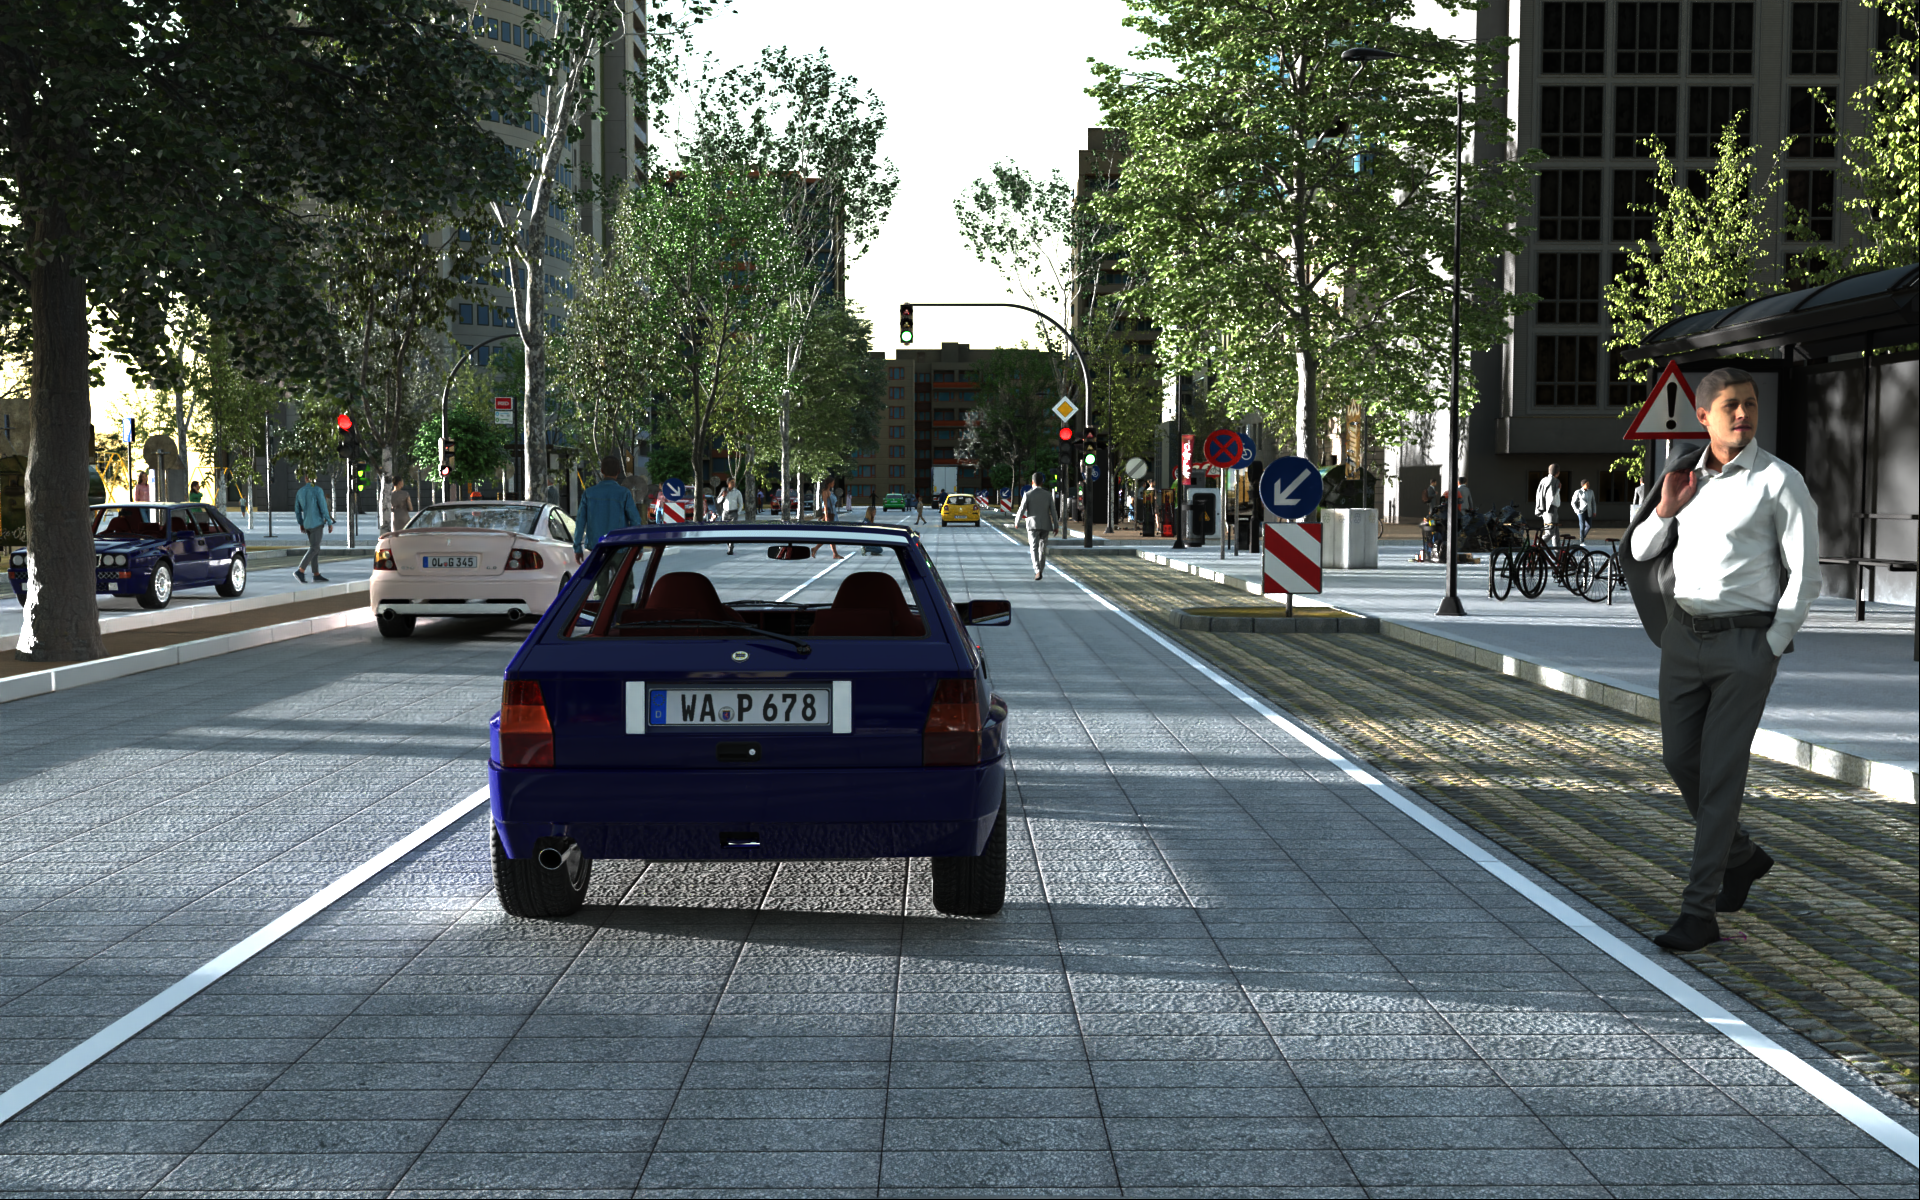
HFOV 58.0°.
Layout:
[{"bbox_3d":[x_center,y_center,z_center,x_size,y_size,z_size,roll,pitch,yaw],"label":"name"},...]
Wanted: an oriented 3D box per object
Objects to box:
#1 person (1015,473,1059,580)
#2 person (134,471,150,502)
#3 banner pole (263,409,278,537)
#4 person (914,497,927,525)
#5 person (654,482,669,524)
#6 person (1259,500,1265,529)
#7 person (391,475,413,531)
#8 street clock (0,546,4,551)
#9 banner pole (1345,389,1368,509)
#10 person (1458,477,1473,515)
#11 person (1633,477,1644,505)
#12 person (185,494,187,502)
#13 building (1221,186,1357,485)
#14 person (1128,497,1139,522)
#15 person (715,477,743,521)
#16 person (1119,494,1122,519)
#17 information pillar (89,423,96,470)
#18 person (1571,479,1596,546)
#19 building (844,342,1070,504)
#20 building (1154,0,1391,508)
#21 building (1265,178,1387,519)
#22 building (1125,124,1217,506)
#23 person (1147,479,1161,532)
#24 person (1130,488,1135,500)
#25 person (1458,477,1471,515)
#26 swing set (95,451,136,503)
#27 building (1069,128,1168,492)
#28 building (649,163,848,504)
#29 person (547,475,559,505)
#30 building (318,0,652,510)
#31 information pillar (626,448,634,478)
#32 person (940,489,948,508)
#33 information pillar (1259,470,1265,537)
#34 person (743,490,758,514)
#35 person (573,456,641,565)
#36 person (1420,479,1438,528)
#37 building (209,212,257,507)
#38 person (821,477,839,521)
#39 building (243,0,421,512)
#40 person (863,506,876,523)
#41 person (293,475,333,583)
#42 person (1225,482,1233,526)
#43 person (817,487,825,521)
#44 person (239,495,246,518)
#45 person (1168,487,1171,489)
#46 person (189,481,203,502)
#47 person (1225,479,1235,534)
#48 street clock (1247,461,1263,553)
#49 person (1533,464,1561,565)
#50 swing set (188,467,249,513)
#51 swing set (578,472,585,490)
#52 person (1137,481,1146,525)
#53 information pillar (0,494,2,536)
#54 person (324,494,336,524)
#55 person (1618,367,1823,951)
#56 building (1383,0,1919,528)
[{"bbox_3d":[1.299,-1.236,28.977,0.678,1.792,0.850,-1,4,-11],"label":"person"},{"bbox_3d":[-19.505,-2.164,41.437,0.388,1.821,0.555,1,4,22],"label":"person"},{"bbox_3d":[-20.518,-3.765,51.574,0.401,3.779,0.863,-1,4,-8],"label":"banner pole"},{"bbox_3d":[-1.854,-4.145,80.549,0.640,1.303,0.475,0,4,7],"label":"person"},{"bbox_3d":[-9.652,-2.905,55.998,0.555,1.821,0.388,1,4,21],"label":"person"},{"bbox_3d":[8.762,-2.695,50.773,0.598,1.740,0.731,2,4,32],"label":"person"},{"bbox_3d":[-10.440,-1.444,32.445,0.599,1.781,0.374,0,4,-7],"label":"person"},{"bbox_3d":[-21.547,-2.095,38.818,0.358,2.002,0.471,-1,4,-18],"label":"street clock"},{"bbox_3d":[8.760,-2.943,38.138,0.401,3.779,0.863,-2,4,-30],"label":"banner pole"},{"bbox_3d":[14.885,-2.757,51.390,0.678,1.792,0.850,-2,4,-34],"label":"person"},{"bbox_3d":[21.878,-3.020,55.380,0.622,1.834,0.822,1,4,10],"label":"person"},{"bbox_3d":[-27.361,-3.091,60.859,0.394,1.301,0.425,2,4,33],"label":"person"},{"bbox_3d":[24.102,-15.997,116.303,10.420,20.320,16.860,0,4,-1],"label":"building"},{"bbox_3d":[8.205,-4.210,80.371,1.012,1.151,0.738,-3,5,-44],"label":"person"},{"bbox_3d":[-5.476,-1.985,41.056,0.679,1.850,0.850,0,4,4],"label":"person"},{"bbox_3d":[7.917,-4.977,87.602,0.526,1.800,0.537,-2,4,-26],"label":"person"},{"bbox_3d":[-24.700,-3.523,48.949,0.504,3.616,0.183,-1,4,-22],"label":"information pillar"},{"bbox_3d":[17.081,-2.394,47.481,0.661,1.843,0.795,0,4,-3],"label":"person"},{"bbox_3d":[-0.543,-23.916,236.067,28.899,21.520,27.650,0,4,-1],"label":"building"},{"bbox_3d":[29.513,-50.868,144.357,22.319,86.520,31.000,0,4,-1],"label":"building"},{"bbox_3d":[24.232,-14.292,98.301,10.561,19.102,19.286,0,4,-1],"label":"building"},{"bbox_3d":[33.317,-29.442,173.253,32.217,40.220,23.993,0,4,-1],"label":"building"},{"bbox_3d":[6.507,-3.161,58.059,0.374,1.781,0.599,-3,4,-38],"label":"person"},{"bbox_3d":[12.050,-6.973,120.240,0.537,1.800,0.526,1,4,20],"label":"person"},{"bbox_3d":[16.646,-3.156,57.422,0.659,1.850,0.755,2,4,34],"label":"person"},{"bbox_3d":[-31.708,-4.068,64.124,2.862,2.851,3.119,0,4,-6],"label":"swing set"},{"bbox_3d":[25.453,-37.225,232.330,21.600,48.544,21.300,0,4,-1],"label":"building"},{"bbox_3d":[-29.676,-35.320,232.099,28.867,44.769,22.147,0,4,-1],"label":"building"},{"bbox_3d":[-8.282,-1.583,34.553,0.590,1.801,0.661,0,4,3],"label":"person"},{"bbox_3d":[-46.131,-38.692,174.610,28.212,58.520,21.231,0,4,-1],"label":"building"},{"bbox_3d":[-16.889,-5.954,88.696,0.504,3.616,0.183,2,4,34],"label":"information pillar"},{"bbox_3d":[-1.114,-6.900,121.500,0.721,1.800,0.419,-3,5,-40],"label":"person"},{"bbox_3d":[8.930,-2.900,51.906,0.304,2.012,0.304,-2,4,-24],"label":"information pillar"},{"bbox_3d":[-14.892,-6.946,122.282,0.699,1.804,1.509,-2,4,-29],"label":"person"},{"bbox_3d":[-3.209,-0.427,15.831,0.601,1.785,0.444,0,4,2],"label":"person"},{"bbox_3d":[17.166,-3.494,63.137,0.822,1.834,0.622,0,4,7],"label":"person"},{"bbox_3d":[-67.679,-24.915,179.062,14.107,30.474,14.160,0,4,-1],"label":"building"},{"bbox_3d":[-2.928,-1.808,38.153,0.778,1.811,0.616,1,4,12],"label":"person"},{"bbox_3d":[-41.807,-36.437,137.743,21.231,58.520,28.212,0,4,-1],"label":"building"},{"bbox_3d":[-1.938,-1.609,40.303,0.738,1.151,1.012,1,4,14],"label":"person"},{"bbox_3d":[-10.555,-1.205,28.061,0.638,1.841,0.748,3,4,36],"label":"person"},{"bbox_3d":[10.985,-3.915,70.035,0.580,1.828,0.573,-1,4,-12],"label":"person"},{"bbox_3d":[-5.677,-3.822,71.735,0.760,1.731,0.466,-1,4,-23],"label":"person"},{"bbox_3d":[-38.420,-5.019,92.795,0.332,1.250,0.352,1,4,21],"label":"person"},{"bbox_3d":[14.640,-6.994,120.745,0.601,1.785,0.444,2,4,26],"label":"person"},{"bbox_3d":[-20.858,-2.354,47.233,0.529,1.795,0.600,-1,4,-16],"label":"person"},{"bbox_3d":[8.627,-3.014,55.448,0.709,1.813,0.853,1,4,18],"label":"person"},{"bbox_3d":[6.404,-2.021,37.615,0.358,2.002,0.471,0,4,-4],"label":"street clock"},{"bbox_3d":[10.688,-1.542,31.358,0.850,1.850,0.679,0,4,8],"label":"person"},{"bbox_3d":[-43.418,-6.316,100.887,2.862,2.851,3.119,1,4,13],"label":"swing set"},{"bbox_3d":[-19.433,-5.231,83.154,2.862,2.851,3.119,-3,5,-44],"label":"swing set"},{"bbox_3d":[7.627,-4.058,72.483,0.391,1.810,0.635,0,4,8],"label":"person"},{"bbox_3d":[-16.736,-2.343,29.657,0.504,3.616,0.183,-2,4,-28],"label":"information pillar"},{"bbox_3d":[-26.732,-3.851,73.278,0.640,1.303,0.475,-1,4,-21],"label":"person"},{"bbox_3d":[2.453,0.180,5.656,0.850,1.850,0.679,-3,5,-40],"label":"person"},{"bbox_3d":[30.995,-16.921,70.158,24.014,27.812,14.314,0,4,-1],"label":"building"}]
